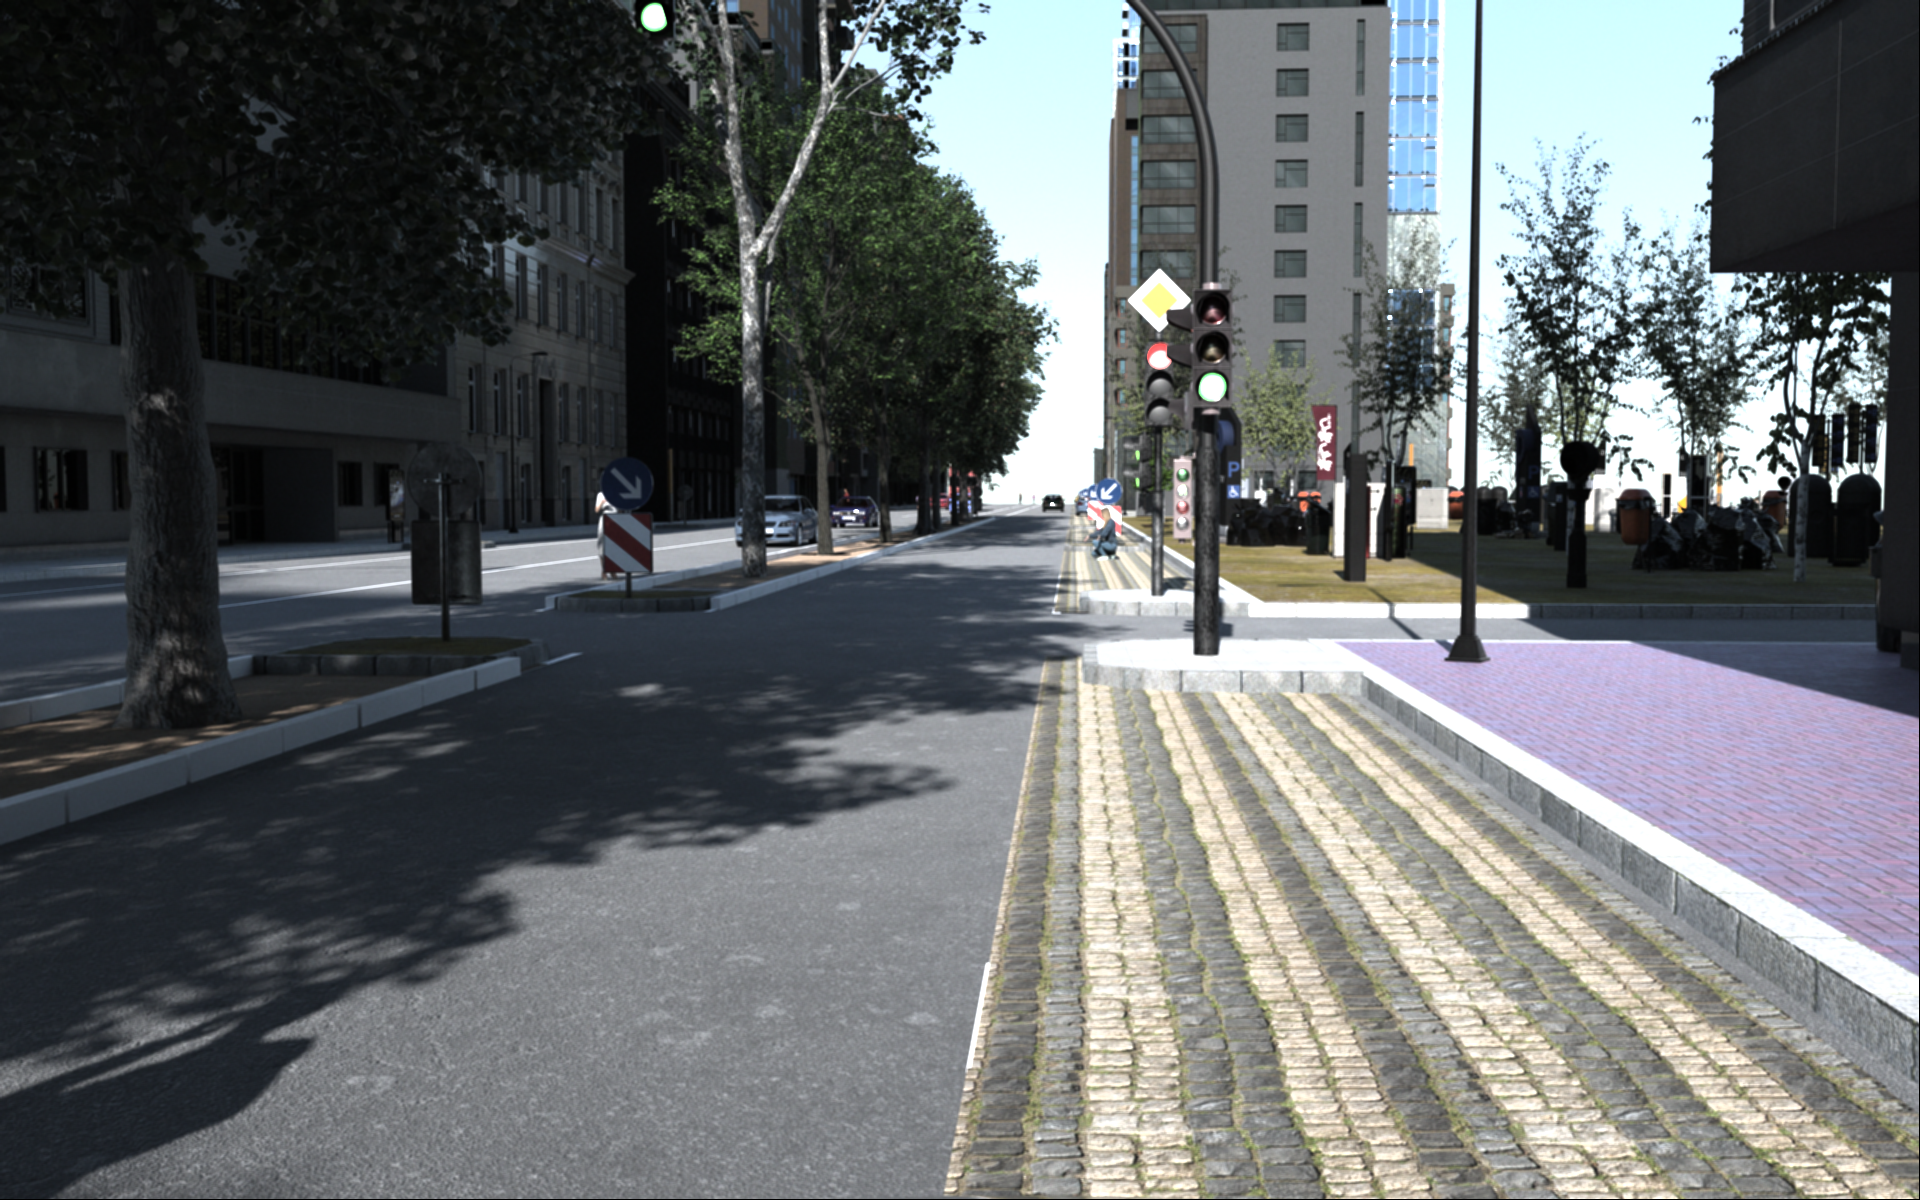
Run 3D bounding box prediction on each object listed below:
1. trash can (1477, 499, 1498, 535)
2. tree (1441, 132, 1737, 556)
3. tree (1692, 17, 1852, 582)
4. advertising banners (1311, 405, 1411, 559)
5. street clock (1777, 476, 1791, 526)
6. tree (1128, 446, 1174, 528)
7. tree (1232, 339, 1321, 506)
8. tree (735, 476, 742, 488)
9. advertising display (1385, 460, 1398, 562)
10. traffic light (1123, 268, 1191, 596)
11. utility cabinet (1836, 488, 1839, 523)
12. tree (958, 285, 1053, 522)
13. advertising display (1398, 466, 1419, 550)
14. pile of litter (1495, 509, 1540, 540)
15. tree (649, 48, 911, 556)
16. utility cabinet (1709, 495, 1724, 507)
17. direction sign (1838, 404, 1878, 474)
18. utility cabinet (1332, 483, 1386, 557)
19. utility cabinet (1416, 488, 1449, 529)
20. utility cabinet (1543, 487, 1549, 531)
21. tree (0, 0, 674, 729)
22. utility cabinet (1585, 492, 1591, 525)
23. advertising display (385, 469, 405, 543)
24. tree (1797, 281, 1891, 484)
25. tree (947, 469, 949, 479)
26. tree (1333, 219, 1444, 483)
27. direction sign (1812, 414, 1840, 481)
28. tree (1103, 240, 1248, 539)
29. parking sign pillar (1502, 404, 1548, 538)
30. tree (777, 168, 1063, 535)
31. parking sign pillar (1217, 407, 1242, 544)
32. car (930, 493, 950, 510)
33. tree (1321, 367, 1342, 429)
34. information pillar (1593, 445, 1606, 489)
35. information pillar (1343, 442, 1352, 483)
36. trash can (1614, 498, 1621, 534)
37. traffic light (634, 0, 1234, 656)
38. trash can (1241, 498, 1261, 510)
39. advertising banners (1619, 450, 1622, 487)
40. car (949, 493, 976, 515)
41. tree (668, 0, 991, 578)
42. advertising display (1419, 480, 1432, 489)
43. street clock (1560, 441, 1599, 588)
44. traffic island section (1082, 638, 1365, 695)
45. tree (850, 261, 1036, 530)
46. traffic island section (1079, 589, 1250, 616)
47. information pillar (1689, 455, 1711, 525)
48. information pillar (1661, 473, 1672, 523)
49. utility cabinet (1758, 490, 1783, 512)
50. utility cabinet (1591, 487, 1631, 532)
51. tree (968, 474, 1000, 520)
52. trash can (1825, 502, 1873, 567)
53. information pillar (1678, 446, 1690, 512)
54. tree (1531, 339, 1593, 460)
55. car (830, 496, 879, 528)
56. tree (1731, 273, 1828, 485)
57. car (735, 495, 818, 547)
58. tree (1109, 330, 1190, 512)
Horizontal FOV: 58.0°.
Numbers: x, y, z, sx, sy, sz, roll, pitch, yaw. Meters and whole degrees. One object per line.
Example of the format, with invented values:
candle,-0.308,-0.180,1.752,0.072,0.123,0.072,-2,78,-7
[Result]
trash can,16.469,-2.603,54.214,0.748,1.137,0.748,0,3,0
tree,12.670,-5.199,35.373,4.360,8.622,3.978,0,3,0
tree,12.474,-4.568,25.043,4.737,8.622,4.395,0,3,0
advertising banners,7.909,-2.325,34.199,2.074,3.025,0.090,-1,4,-9
street clock,33.408,-4.015,70.223,0.471,2.002,0.358,3,5,42
tree,7.615,-4.557,69.102,1.663,3.219,1.824,0,3,0
tree,14.442,-8.113,83.013,4.737,8.622,4.395,0,3,0
tree,-13.149,-6.223,96.347,1.663,3.219,1.824,0,3,0
advertising display,8.270,-1.718,33.311,0.123,1.923,0.974,1,4,17
traffic light,2.469,-2.006,21.724,0.839,4.253,0.868,0,4,4
utility cabinet,32.654,-3.384,64.000,0.318,1.500,1.173,1,4,18
tree,0.218,-10.926,87.751,9.857,13.997,8.962,0,3,0
advertising display,10.239,-2.139,40.186,0.123,1.923,0.974,-1,4,-20
pile of litter,15.964,-2.182,49.633,1.176,0.858,1.719,0,4,6
tree,-3.250,-6.852,40.250,9.928,11.665,9.643,0,3,0
utility cabinet,38.687,-4.760,88.983,0.306,1.237,1.020,-2,4,-27
direction sign,22.721,-3.160,43.668,0.876,3.537,0.379,-1,4,-16
utility cabinet,8.173,-1.619,35.147,1.173,1.500,0.318,0,4,8
utility cabinet,17.155,-3.316,62.895,0.318,1.500,1.173,-3,4,-36
utility cabinet,18.115,-2.717,53.098,0.318,1.500,1.173,1,4,11
tree,-4.839,-6.187,10.268,9.857,13.997,8.962,0,3,0
utility cabinet,25.899,-3.873,72.001,1.173,1.500,0.318,2,4,34
advertising display,-14.813,-2.460,45.433,0.123,1.923,0.974,0,4,5
tree,30.039,-6.536,57.222,4.360,8.622,3.978,0,3,0
tree,-2.267,-18.805,257.818,4.737,8.622,4.395,0,3,0
tree,12.106,-5.938,47.451,4.360,8.622,3.978,0,3,0
direction sign,24.532,-3.487,49.004,0.379,3.537,0.876,-3,4,-38
tree,6.372,-6.056,49.376,4.360,8.622,3.978,0,3,0
parking sign pillar,16.862,-3.847,51.378,1.447,3.967,1.447,0,4,5
tree,-1.243,-8.595,59.989,9.611,12.733,9.660,0,3,0
parking sign pillar,6.950,-3.486,45.470,1.447,3.967,1.447,-1,4,-12
car,-1.817,-9.062,157.202,2.155,1.783,4.494,0,4,5
tree,17.251,-8.482,89.037,4.737,8.622,4.395,0,3,0
information pillar,27.597,-5.097,74.694,0.504,3.616,0.183,0,4,7
information pillar,17.572,-5.331,78.519,0.183,3.616,0.504,-2,4,-26
trash can,21.629,-2.727,56.242,0.748,1.137,0.748,0,3,0
traffic light,-0.151,-2.391,13.753,4.771,5.953,1.251,0,4,4
trash can,9.350,-2.701,55.807,0.748,1.137,0.748,0,3,0
advertising banners,26.099,-4.401,68.145,0.090,3.025,2.074,2,4,31
car,0.248,-6.885,122.158,1.945,1.707,3.694,0,4,6
tree,-2.366,-10.385,28.144,12.611,20.169,13.585,0,3,0
advertising display,21.224,-4.534,79.350,0.123,1.923,0.974,-2,4,-26
street clock,8.454,-1.169,23.688,0.358,2.002,0.471,-2,4,-34
traffic island section,1.982,0.515,13.868,2.009,0.180,2.903,0,4,4
tree,-0.860,-9.054,68.619,7.486,12.596,7.792,0,3,0
traffic island section,2.508,0.027,21.836,2.009,0.180,2.903,0,4,4
information pillar,13.799,-1.703,32.338,0.304,2.012,0.304,2,4,34
information pillar,24.567,-3.409,60.233,0.304,2.012,0.304,1,4,15
utility cabinet,40.607,-4.769,86.653,1.173,1.500,0.318,0,4,5
utility cabinet,21.598,-2.977,57.352,1.173,1.500,0.318,-1,4,-13
tree,0.647,-8.729,95.544,4.360,8.622,3.978,0,3,0
trash can,15.690,-1.159,30.610,0.748,1.137,0.748,0,3,0
information pillar,35.269,-5.694,84.448,0.504,3.616,0.183,0,4,4
tree,28.202,-7.893,79.417,4.737,8.622,4.395,0,3,0
car,-4.526,-3.781,74.404,1.945,1.354,3.894,0,4,4
tree,18.821,-5.737,44.160,4.360,8.622,3.978,0,3,0
car,-5.040,-2.221,48.323,2.014,1.417,4.499,0,4,5
tree,8.831,-7.754,77.148,4.737,8.622,4.395,0,3,0
